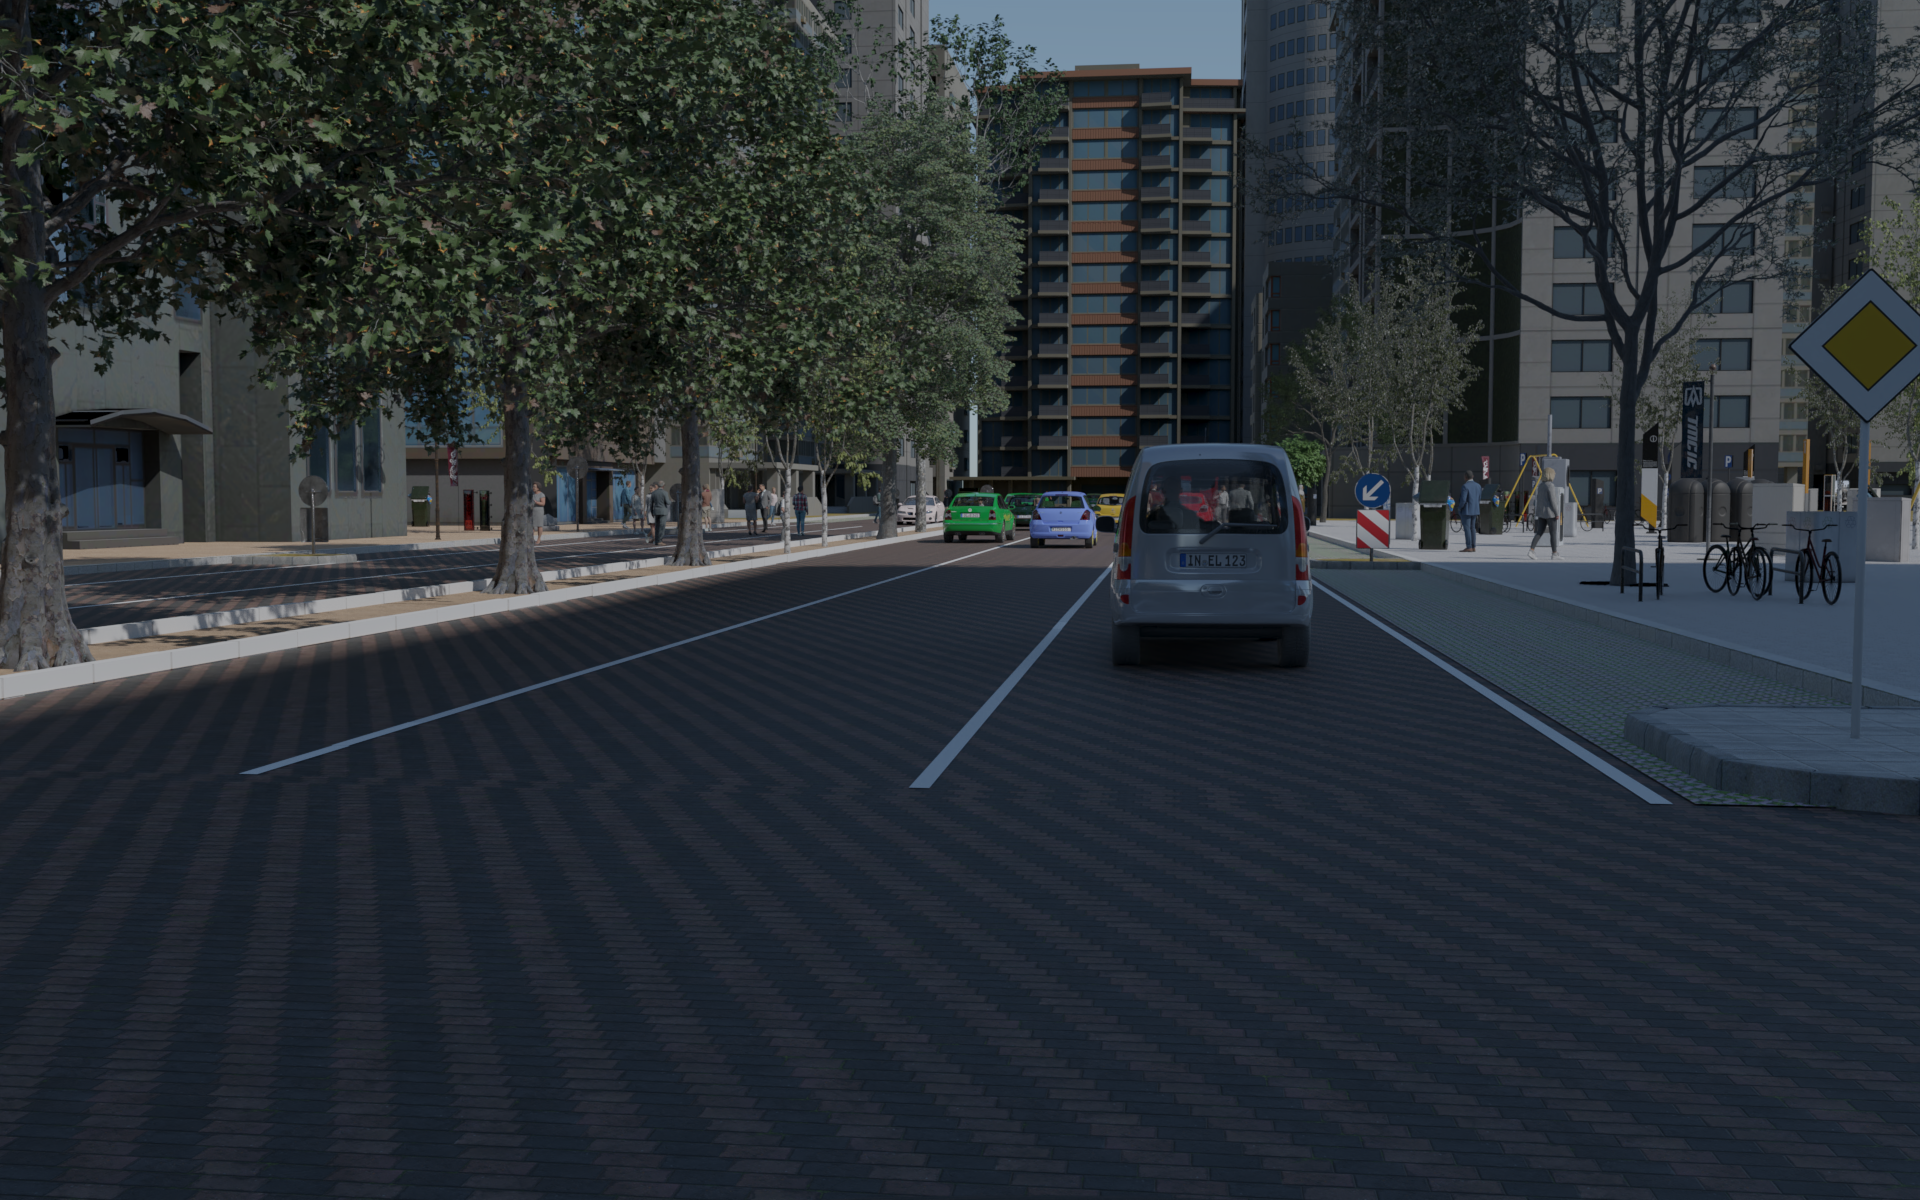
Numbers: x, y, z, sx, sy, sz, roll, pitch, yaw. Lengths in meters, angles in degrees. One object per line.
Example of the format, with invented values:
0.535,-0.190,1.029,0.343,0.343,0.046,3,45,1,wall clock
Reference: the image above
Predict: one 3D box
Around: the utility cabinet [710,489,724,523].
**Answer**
-10.764,-4.163,76.747,0.318,1.500,1.173,1,4,9,utility cabinet

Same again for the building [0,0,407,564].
-27.931,-44.253,36.206,22.319,86.520,31.000,0,4,7,building

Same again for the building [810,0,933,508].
-14.040,-43.611,151.289,20.611,71.187,20.563,0,4,7,building

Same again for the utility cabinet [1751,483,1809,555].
17.030,-1.674,36.053,0.318,1.500,1.173,-1,4,-15,utility cabinet

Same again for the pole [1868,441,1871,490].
34.074,-4.357,65.082,0.158,3.312,0.155,0,3,0,pole

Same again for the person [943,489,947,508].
-1.335,-9.027,154.580,0.436,1.711,0.756,-1,4,-18,person

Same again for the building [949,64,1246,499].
14.570,-32.117,179.737,28.867,44.769,22.147,0,4,7,building

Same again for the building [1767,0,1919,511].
80.229,-42.851,138.870,20.611,71.187,20.563,0,4,7,building

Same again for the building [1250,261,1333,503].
38.437,-18.157,141.910,27.650,21.520,28.899,0,4,7,building

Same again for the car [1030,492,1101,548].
2.845,-2.290,47.031,1.945,1.707,3.694,0,4,7,car

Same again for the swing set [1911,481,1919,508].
20.114,-2.190,33.432,3.119,2.851,2.862,-1,4,-19,swing set

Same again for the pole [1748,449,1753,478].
35.951,-5.199,78.846,0.158,3.312,0.155,0,3,0,pole

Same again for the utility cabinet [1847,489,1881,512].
36.078,-3.700,69.182,0.318,1.500,1.173,-2,4,-35,utility cabinet

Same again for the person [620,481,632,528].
-12.463,-3.560,64.584,0.444,1.785,0.601,-2,4,-27,person

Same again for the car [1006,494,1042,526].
2.712,-3.630,69.135,2.009,1.686,4.222,0,4,6,car

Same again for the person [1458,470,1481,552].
11.248,-1.956,38.212,0.721,1.800,0.419,-3,5,-41,person

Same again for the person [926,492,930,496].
-3.063,-8.597,146.619,1.348,1.823,0.705,2,4,28,person

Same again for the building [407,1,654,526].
-22.351,-26.018,75.508,14.600,45.320,14.200,0,4,7,building

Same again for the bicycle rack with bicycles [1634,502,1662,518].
29.012,-3.764,74.927,2.852,0.926,2.925,0,4,-1,bicycle rack with bicycles

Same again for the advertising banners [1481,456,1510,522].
24.758,-5.122,79.936,2.074,3.025,0.090,-2,4,-31,advertising banners

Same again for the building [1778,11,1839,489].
63.458,-28.251,145.504,14.086,41.232,14.154,0,4,7,building

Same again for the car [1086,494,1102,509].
11.207,-8.269,143.994,1.959,1.807,4.718,0,4,7,car

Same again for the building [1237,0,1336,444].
42.780,-38.710,174.903,28.212,58.520,21.231,0,4,7,building

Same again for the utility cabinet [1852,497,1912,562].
17.540,-1.335,32.987,0.306,1.237,1.020,-2,4,-27,utility cabinet

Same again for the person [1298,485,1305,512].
16.808,-4.783,84.977,0.721,1.736,1.217,1,4,17,person

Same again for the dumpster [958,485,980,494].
0.814,-9.196,155.300,1.985,2.255,1.502,0,4,7,dumpster

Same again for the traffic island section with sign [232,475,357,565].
-13.770,-1.685,36.176,1.989,1.847,2.006,0,4,7,traffic island section with sign

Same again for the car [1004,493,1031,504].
2.784,-4.164,76.884,1.959,1.807,4.718,0,4,7,car

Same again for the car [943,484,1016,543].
0.616,-2.659,52.267,1.959,1.807,4.718,1,4,8,car

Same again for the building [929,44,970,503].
-10.599,-34.128,181.699,21.600,48.544,21.300,0,4,7,building

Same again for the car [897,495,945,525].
-1.820,-4.241,81.697,2.083,1.381,4.827,0,4,7,car

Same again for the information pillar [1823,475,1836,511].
33.098,-3.759,65.953,0.304,2.012,0.304,-3,5,-41,information pillar

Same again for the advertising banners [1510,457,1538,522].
25.930,-5.088,79.382,0.090,3.025,2.074,-1,4,-11,advertising banners

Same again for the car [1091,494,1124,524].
6.477,-3.814,72.590,2.015,1.641,3.980,0,4,7,car

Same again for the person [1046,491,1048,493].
8.209,-9.492,164.408,1.217,1.735,0.721,3,5,40,person

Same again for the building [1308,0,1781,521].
30.037,-39.969,91.751,20.563,71.187,20.611,0,4,7,building

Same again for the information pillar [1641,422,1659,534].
22.350,-3.959,56.083,0.504,3.616,0.183,2,4,24,information pillar

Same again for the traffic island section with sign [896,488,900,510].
-4.268,-6.370,112.774,1.989,1.847,2.006,0,4,7,traffic island section with sign

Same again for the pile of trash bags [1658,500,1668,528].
27.478,-3.405,65.430,1.912,1.369,3.447,1,4,19,pile of trash bags

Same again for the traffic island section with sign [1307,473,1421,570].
7.784,-1.521,33.504,1.989,1.847,2.006,0,4,7,traffic island section with sign

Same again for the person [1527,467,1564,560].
11.439,-1.694,33.922,0.728,1.800,0.709,-1,4,-12,person

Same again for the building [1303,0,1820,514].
37.752,-25.847,114.475,32.217,40.220,23.993,0,4,7,building

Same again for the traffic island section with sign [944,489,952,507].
-0.945,-8.014,139.650,1.989,1.847,2.006,0,4,7,traffic island section with sign

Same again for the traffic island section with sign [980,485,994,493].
1.249,-4.695,84.894,2.006,1.907,1.989,0,4,7,traffic island section with sign

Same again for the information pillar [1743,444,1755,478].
36.553,-5.438,80.262,0.504,3.616,0.183,1,4,23,information pillar

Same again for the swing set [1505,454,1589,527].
23.157,-4.369,69.057,2.862,2.851,3.119,0,4,1,swing set

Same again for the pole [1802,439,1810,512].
31.503,-4.324,64.542,0.158,3.312,0.155,0,3,0,pole

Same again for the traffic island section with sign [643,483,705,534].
-10.407,-3.343,63.284,1.989,1.847,2.006,0,4,7,traffic island section with sign

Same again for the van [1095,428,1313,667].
2.226,-0.537,15.786,2.013,2.044,4.112,0,4,6,van

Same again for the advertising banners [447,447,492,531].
-17.107,-3.925,60.355,2.074,3.025,0.090,2,4,30,advertising banners

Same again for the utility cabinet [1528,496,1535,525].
23.625,-3.674,71.230,0.306,1.237,1.020,2,4,28,utility cabinet

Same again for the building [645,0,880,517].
-22.585,-26.447,124.292,32.217,40.220,23.993,0,4,7,building

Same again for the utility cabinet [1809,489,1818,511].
34.922,-3.821,71.150,0.318,1.500,1.173,1,4,15,utility cabinet
